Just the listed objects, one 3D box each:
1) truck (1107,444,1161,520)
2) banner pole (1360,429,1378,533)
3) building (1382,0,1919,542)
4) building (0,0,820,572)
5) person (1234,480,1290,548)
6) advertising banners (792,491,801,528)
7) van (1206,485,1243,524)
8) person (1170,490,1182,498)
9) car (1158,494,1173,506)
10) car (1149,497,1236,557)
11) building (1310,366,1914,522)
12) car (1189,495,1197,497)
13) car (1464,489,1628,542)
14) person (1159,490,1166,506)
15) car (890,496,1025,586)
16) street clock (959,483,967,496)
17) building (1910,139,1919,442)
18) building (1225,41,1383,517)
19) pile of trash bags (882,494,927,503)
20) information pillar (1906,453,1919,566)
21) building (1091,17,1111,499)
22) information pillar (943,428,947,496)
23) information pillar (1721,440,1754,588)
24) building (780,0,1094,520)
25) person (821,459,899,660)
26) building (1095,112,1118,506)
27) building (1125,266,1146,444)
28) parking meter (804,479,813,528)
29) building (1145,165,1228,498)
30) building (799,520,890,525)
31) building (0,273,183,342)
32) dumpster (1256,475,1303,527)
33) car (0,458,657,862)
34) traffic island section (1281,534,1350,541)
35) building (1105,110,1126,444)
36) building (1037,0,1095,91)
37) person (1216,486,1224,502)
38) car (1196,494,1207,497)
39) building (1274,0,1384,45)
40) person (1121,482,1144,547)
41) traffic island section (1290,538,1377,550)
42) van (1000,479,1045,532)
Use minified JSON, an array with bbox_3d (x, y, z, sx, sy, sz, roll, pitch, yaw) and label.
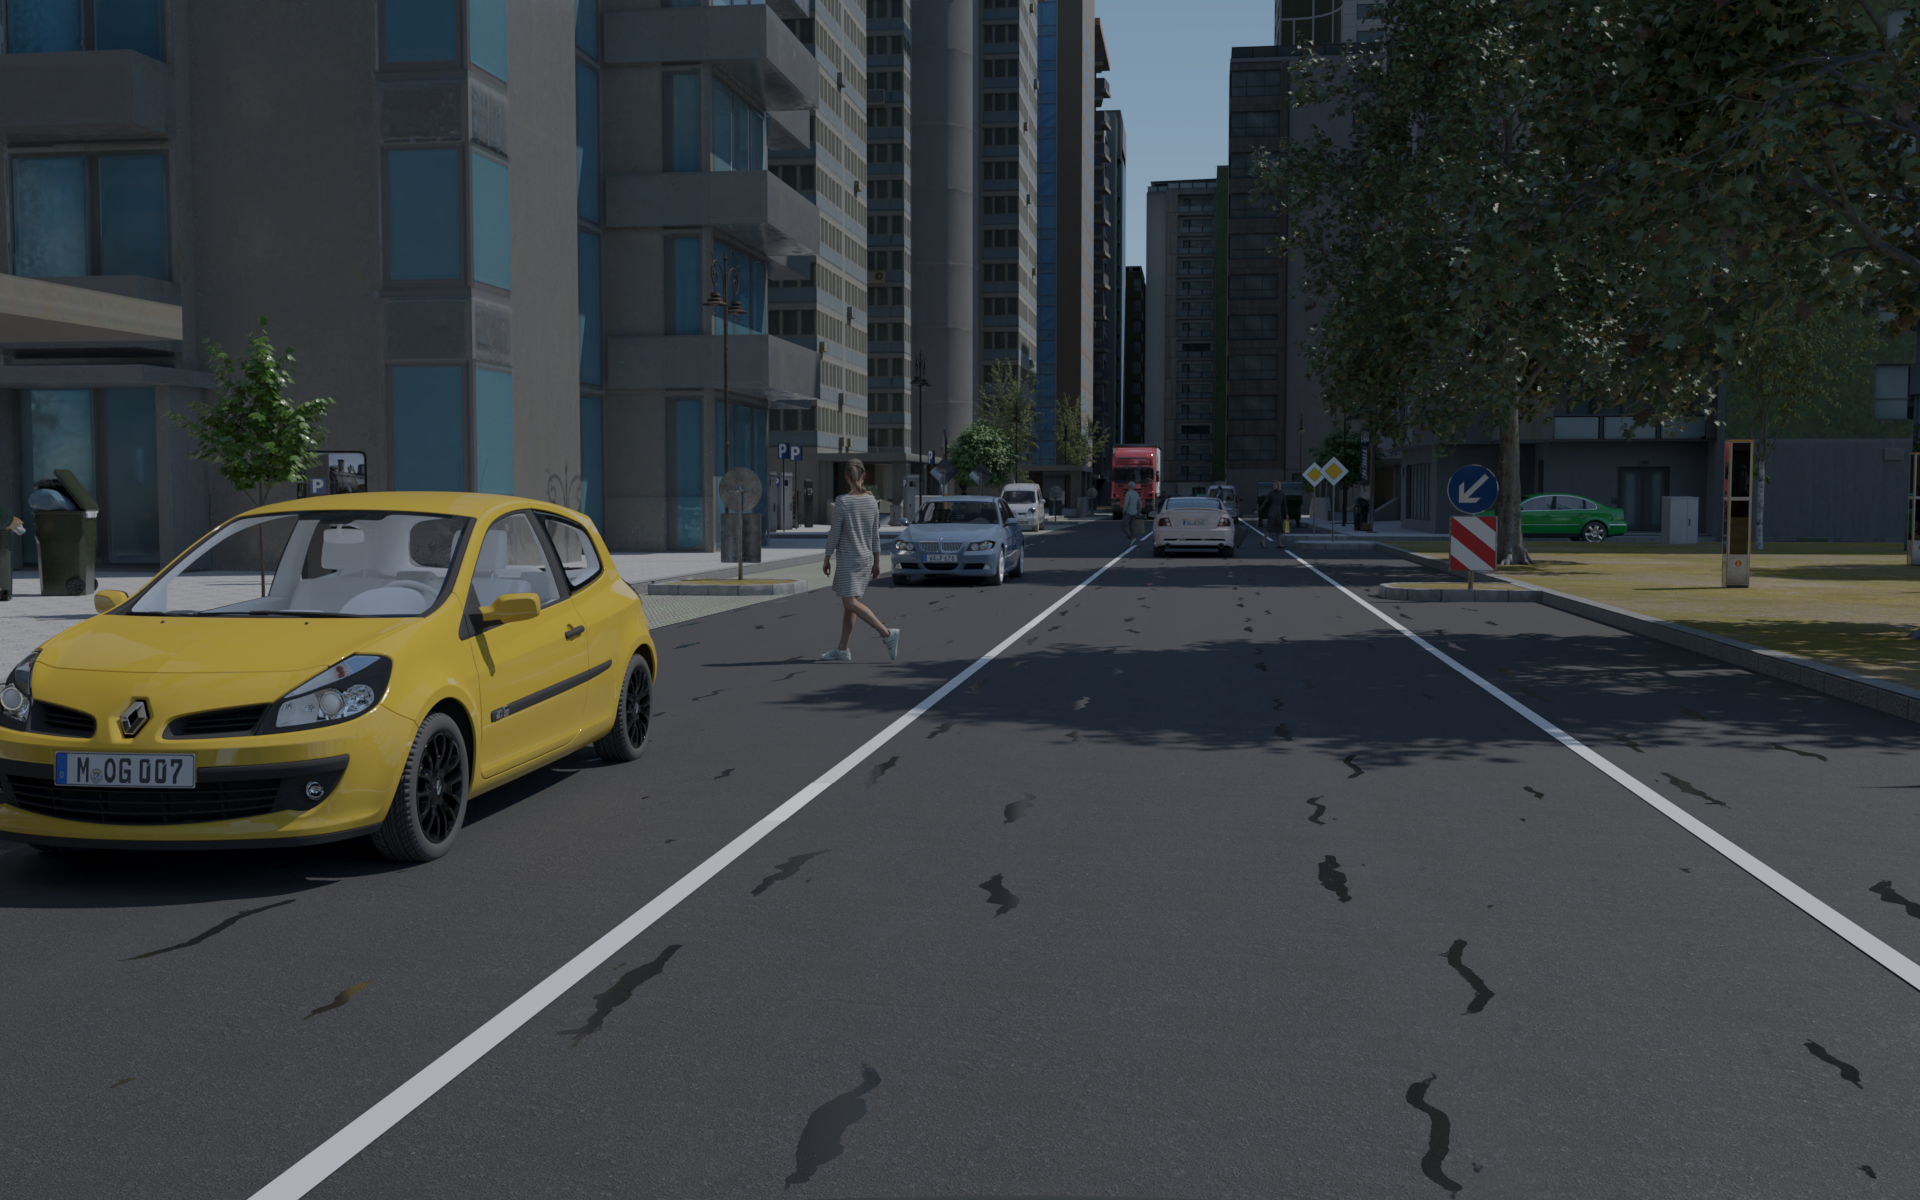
[{"bbox_3d":[10.095,-6.733,99.002,2.839,4.237,11.283,1,4,8],"label":"truck"},{"bbox_3d":[13.559,-4.132,57.582,0.401,3.779,0.863,-2,4,-29],"label":"banner pole"},{"bbox_3d":[21.646,-22.820,56.703,14.086,41.232,14.154,0,4,8],"label":"building"},{"bbox_3d":[-19.143,-25.610,38.333,30.456,49.044,23.786,0,4,8],"label":"building"},{"bbox_3d":[7.996,-2.275,45.906,1.509,1.804,0.699,2,4,29],"label":"person"},{"bbox_3d":[-6.912,-4.239,65.491,2.074,3.025,0.090,2,4,27],"label":"advertising banners"},{"bbox_3d":[12.815,-4.751,84.682,2.013,2.044,4.112,1,4,9],"label":"van"},{"bbox_3d":[19.356,-8.949,154.906,1.350,1.814,0.705,0,4,-1],"label":"person"},{"bbox_3d":[24.153,-11.730,203.783,2.014,1.417,4.499,1,4,9],"label":"car"},{"bbox_3d":[5.498,-1.747,40.924,2.083,1.381,4.827,0,4,7],"label":"car"},{"bbox_3d":[34.388,-24.092,85.788,32.217,40.220,23.993,0,4,8],"label":"building"},{"bbox_3d":[19.691,-8.085,144.766,1.945,1.354,3.894,0,4,6],"label":"car"},{"bbox_3d":[16.499,-2.483,49.388,4.718,1.807,1.959,0,4,7],"label":"car"},{"bbox_3d":[17.265,-8.465,147.625,0.721,1.743,1.217,-1,4,-22],"label":"person"},{"bbox_3d":[0.036,-1.025,28.755,2.014,1.417,4.499,1,4,9],"label":"car"},{"bbox_3d":[0.186,-4.941,85.353,0.358,2.002,0.471,-3,5,-40],"label":"street clock"},{"bbox_3d":[51.477,-28.902,61.781,27.495,52.752,28.713,0,4,8],"label":"building"},{"bbox_3d":[24.785,-20.987,114.833,14.160,30.474,14.107,0,4,8],"label":"building"},{"bbox_3d":[-2.960,-5.296,96.345,3.447,1.369,1.912,-1,4,-19],"label":"pile of trash bags"},{"bbox_3d":[17.042,-1.606,30.749,0.304,2.012,0.304,1,4,14],"label":"information pillar"},{"bbox_3d":[2.346,-30.877,159.455,22.147,44.769,28.867,0,4,8],"label":"building"},{"bbox_3d":[-0.536,-4.288,61.461,0.183,3.616,0.504,-1,4,-10],"label":"information pillar"},{"bbox_3d":[10.638,-1.175,23.706,0.304,2.012,0.304,1,4,12],"label":"information pillar"},{"bbox_3d":[-7.939,-25.567,109.896,32.217,40.220,23.993,0,4,8],"label":"building"},{"bbox_3d":[-0.853,-0.342,14.835,0.760,1.731,0.466,1,4,18],"label":"person"},{"bbox_3d":[9.018,-30.436,181.225,14.154,41.232,14.086,0,4,8],"label":"building"},{"bbox_3d":[16.474,-27.455,220.596,14.107,30.474,14.160,0,4,8],"label":"building"},{"bbox_3d":[-5.772,-3.689,66.022,0.255,1.863,0.399,-2,4,-24],"label":"parking meter"},{"bbox_3d":[30.430,-32.703,218.290,14.086,41.232,14.154,0,4,8],"label":"building"},{"bbox_3d":[-17.444,-23.676,78.979,32.217,40.220,23.993,0,4,8],"label":"building"},{"bbox_3d":[-22.748,-25.361,3.884,28.713,52.752,27.495,0,4,8],"label":"building"},{"bbox_3d":[13.773,-4.267,74.720,1.985,2.255,1.502,0,4,8],"label":"dumpster"},{"bbox_3d":[-2.719,0.133,8.045,2.015,1.641,3.980,0,4,7],"label":"car"},{"bbox_3d":[11.083,-1.949,54.149,2.009,0.180,2.903,0,4,8],"label":"traffic island section"},{"bbox_3d":[11.577,-33.579,199.124,14.200,45.320,14.600,0,4,8],"label":"building"},{"bbox_3d":[3.267,-29.816,137.607,14.600,45.320,14.200,0,4,8],"label":"building"},{"bbox_3d":[12.184,-4.422,80.830,0.654,1.822,0.581,1,4,9],"label":"person"},{"bbox_3d":[19.677,-7.968,139.071,1.959,1.807,4.718,1,4,10],"label":"car"},{"bbox_3d":[42.913,-46.017,190.623,20.563,71.187,20.611,0,4,8],"label":"building"},{"bbox_3d":[4.762,-2.350,47.401,0.515,1.767,0.782,3,5,44],"label":"person"},{"bbox_3d":[9.975,-1.465,46.240,2.009,0.180,2.903,0,4,8],"label":"traffic island section"},{"bbox_3d":[2.315,-3.646,66.626,2.013,2.044,4.112,0,4,7],"label":"van"}]
